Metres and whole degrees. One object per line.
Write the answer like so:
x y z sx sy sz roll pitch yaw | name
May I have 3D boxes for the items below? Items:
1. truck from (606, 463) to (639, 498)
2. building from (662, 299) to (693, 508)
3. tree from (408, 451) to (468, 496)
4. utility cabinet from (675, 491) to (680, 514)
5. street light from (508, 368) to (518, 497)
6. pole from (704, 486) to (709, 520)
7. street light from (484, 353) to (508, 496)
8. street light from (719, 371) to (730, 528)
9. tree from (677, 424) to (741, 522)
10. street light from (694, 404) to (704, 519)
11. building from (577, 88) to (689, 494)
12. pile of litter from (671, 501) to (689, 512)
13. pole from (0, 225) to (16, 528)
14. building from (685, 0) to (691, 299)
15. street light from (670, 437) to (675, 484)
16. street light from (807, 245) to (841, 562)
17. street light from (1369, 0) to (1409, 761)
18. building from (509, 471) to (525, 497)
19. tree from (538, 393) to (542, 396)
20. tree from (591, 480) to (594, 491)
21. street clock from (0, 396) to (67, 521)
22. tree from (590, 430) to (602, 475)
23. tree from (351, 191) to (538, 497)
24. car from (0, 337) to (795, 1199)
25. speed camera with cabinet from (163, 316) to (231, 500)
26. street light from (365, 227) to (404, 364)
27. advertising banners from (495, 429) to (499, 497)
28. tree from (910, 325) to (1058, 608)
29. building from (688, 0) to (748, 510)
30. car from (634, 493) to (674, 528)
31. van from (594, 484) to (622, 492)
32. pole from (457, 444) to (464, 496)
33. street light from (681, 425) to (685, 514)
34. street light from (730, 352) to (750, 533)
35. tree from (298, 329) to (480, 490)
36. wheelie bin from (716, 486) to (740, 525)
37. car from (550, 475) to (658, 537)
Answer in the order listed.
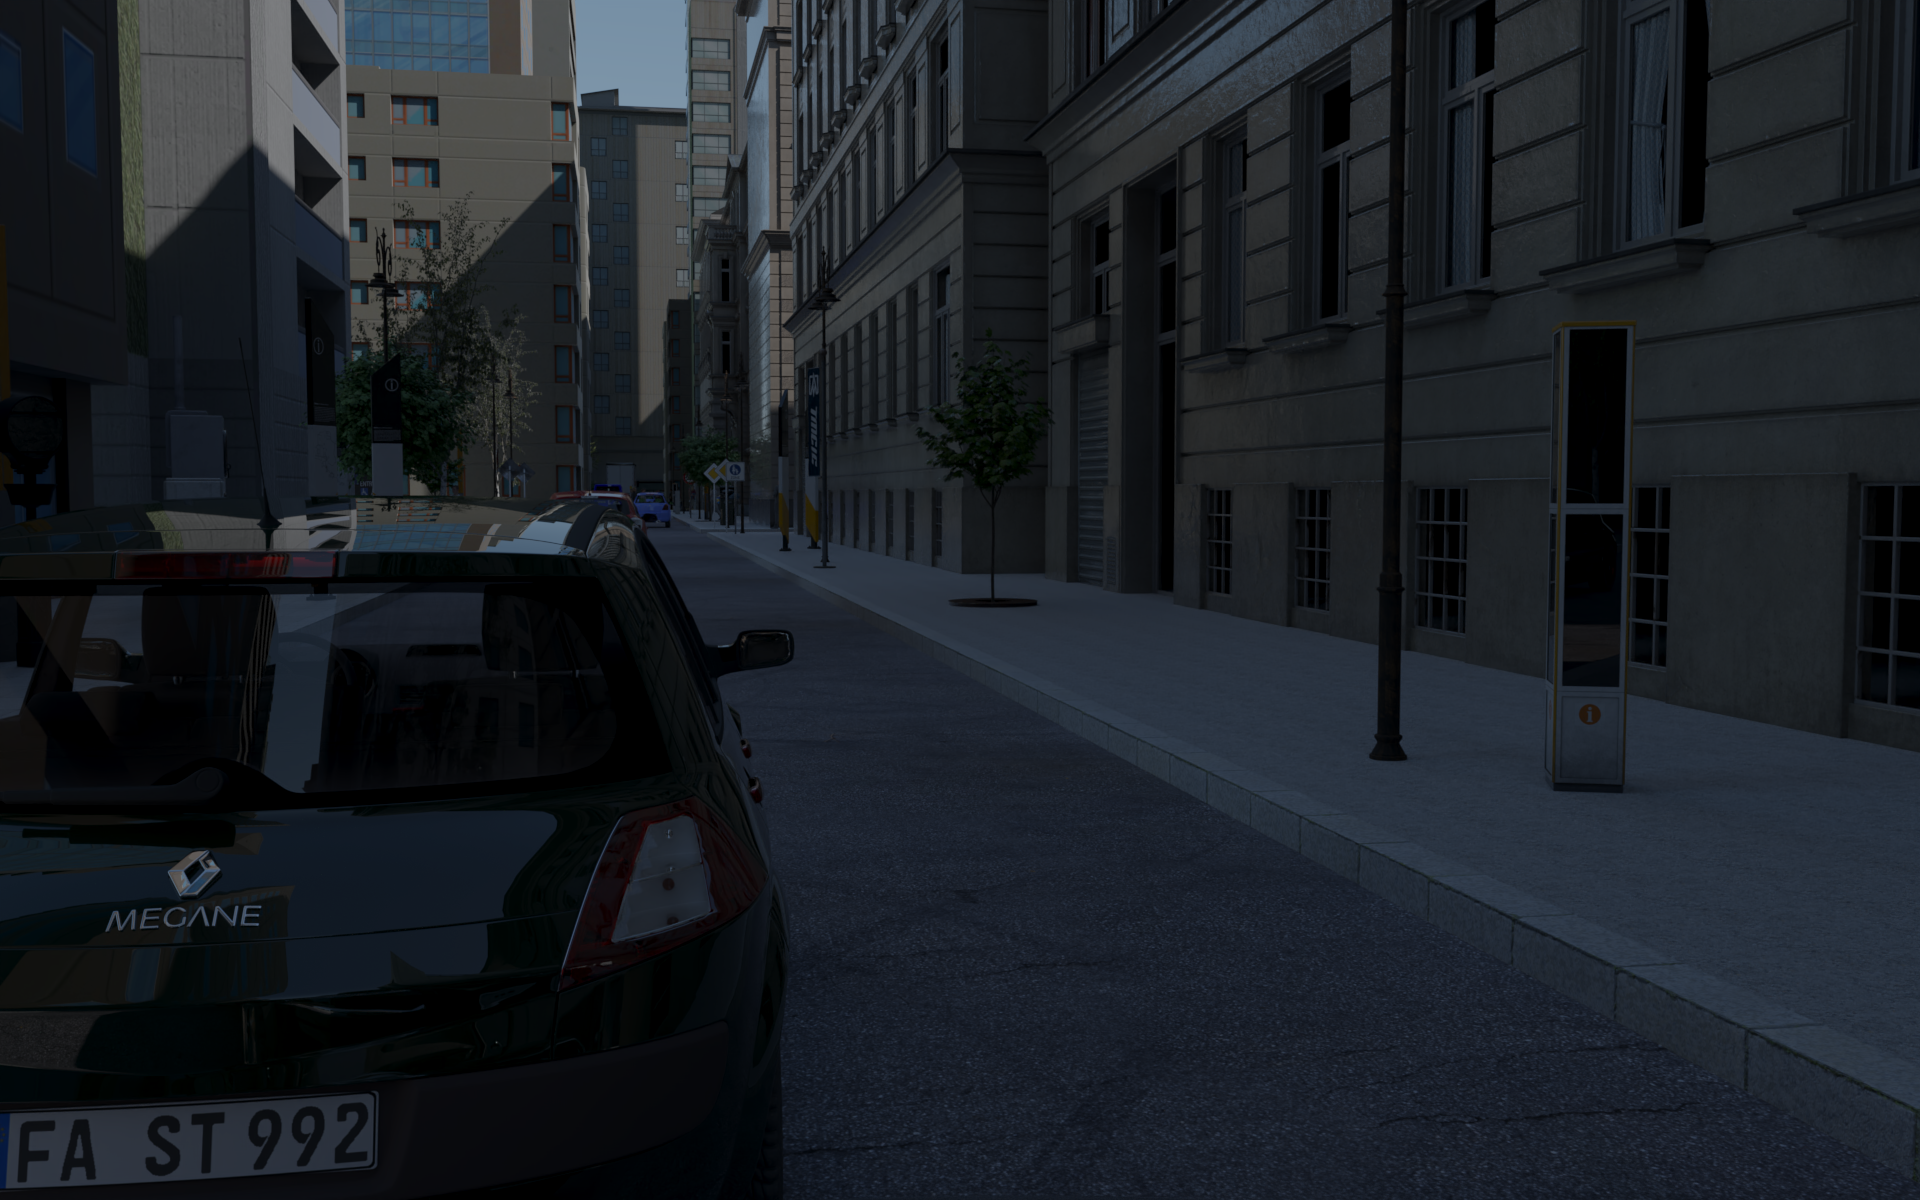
-31.427 -10.536 161.179 2.839 4.237 11.283 -1 4 -9 | truck
-14.904 -19.897 170.349 27.650 21.520 28.899 -1 4 -11 | building
-14.321 -3.246 47.673 1.663 3.219 1.824 0 3 0 | tree
-18.005 -6.212 110.252 0.318 1.500 1.173 -1 4 -11 | utility cabinet
-16.395 -5.534 63.273 0.468 5.910 1.993 -1 4 -11 | street light
-12.621 -5.645 86.142 0.158 3.312 0.155 0 3 0 | pole
-14.571 -4.980 54.203 0.468 5.910 1.993 -1 4 -11 | street light
-8.741 -5.637 64.958 0.468 5.910 1.993 -1 4 -11 | street light
-11.717 -5.973 81.375 4.285 4.588 4.351 0 3 0 | tree
-13.420 -7.114 89.096 0.468 5.910 1.993 -1 4 -11 | street light
-37.883 -39.505 235.147 27.495 52.752 28.713 -1 4 -11 | building
-20.415 -6.900 126.780 1.719 0.858 1.176 3 5 44 | pile of litter
-7.331 -1.183 13.188 0.158 3.312 0.155 0 3 0 | pole
-22.144 -54.114 197.434 22.319 86.520 31.000 -1 4 -11 | building
-22.742 -10.064 137.341 0.468 5.910 1.993 -1 4 -11 | street light
-2.540 -3.648 32.425 0.468 5.910 1.993 -1 4 -11 | street light
2.076 -2.167 8.221 0.468 5.910 1.993 -1 4 -11 | street light
-57.338 -27.702 224.635 14.107 30.474 14.160 -1 4 -11 | building
-18.023 -7.124 66.832 4.360 8.622 3.978 0 3 0 | tree
-44.075 -12.954 206.405 1.663 3.219 1.824 0 3 0 | tree
-6.882 -0.506 12.841 0.358 2.002 0.471 2 4 30 | street clock
-38.852 -13.819 176.301 4.737 8.622 4.395 0 3 0 | tree
-12.765 -5.632 42.448 4.360 8.622 3.978 0 3 0 | tree
-1.384 0.334 4.330 2.009 1.686 4.222 -1 4 -9 | car
-8.262 -1.494 18.757 0.660 3.252 2.038 -1 4 -22 | speed camera with cabinet
-10.006 -3.514 30.242 0.468 5.910 1.993 -1 4 -11 | street light
-12.816 -3.163 47.906 0.090 3.025 2.074 -1 4 -16 | advertising banners
0.245 -1.551 19.968 1.663 3.219 1.824 0 3 0 | tree
-15.924 -28.386 147.708 14.154 41.232 14.086 -1 4 -11 | building
-13.341 -3.983 74.718 1.945 1.707 3.694 -1 4 -9 | car
-22.264 -6.444 109.740 2.240 2.365 5.245 -1 4 -10 | van
-15.583 -3.682 54.041 0.158 3.312 0.155 0 3 0 | pole
-18.120 -8.604 113.457 0.468 5.910 1.993 -1 4 -11 | street light
-7.095 -5.109 56.322 0.468 5.910 1.993 -1 4 -11 | street light
-11.394 -3.098 34.374 4.285 4.588 4.351 0 3 0 | tree
-9.491 -3.860 71.013 0.980 1.594 0.693 0 4 -7 | wheelie bin
-6.049 -1.187 28.452 2.155 1.783 4.494 -1 4 -11 | car
